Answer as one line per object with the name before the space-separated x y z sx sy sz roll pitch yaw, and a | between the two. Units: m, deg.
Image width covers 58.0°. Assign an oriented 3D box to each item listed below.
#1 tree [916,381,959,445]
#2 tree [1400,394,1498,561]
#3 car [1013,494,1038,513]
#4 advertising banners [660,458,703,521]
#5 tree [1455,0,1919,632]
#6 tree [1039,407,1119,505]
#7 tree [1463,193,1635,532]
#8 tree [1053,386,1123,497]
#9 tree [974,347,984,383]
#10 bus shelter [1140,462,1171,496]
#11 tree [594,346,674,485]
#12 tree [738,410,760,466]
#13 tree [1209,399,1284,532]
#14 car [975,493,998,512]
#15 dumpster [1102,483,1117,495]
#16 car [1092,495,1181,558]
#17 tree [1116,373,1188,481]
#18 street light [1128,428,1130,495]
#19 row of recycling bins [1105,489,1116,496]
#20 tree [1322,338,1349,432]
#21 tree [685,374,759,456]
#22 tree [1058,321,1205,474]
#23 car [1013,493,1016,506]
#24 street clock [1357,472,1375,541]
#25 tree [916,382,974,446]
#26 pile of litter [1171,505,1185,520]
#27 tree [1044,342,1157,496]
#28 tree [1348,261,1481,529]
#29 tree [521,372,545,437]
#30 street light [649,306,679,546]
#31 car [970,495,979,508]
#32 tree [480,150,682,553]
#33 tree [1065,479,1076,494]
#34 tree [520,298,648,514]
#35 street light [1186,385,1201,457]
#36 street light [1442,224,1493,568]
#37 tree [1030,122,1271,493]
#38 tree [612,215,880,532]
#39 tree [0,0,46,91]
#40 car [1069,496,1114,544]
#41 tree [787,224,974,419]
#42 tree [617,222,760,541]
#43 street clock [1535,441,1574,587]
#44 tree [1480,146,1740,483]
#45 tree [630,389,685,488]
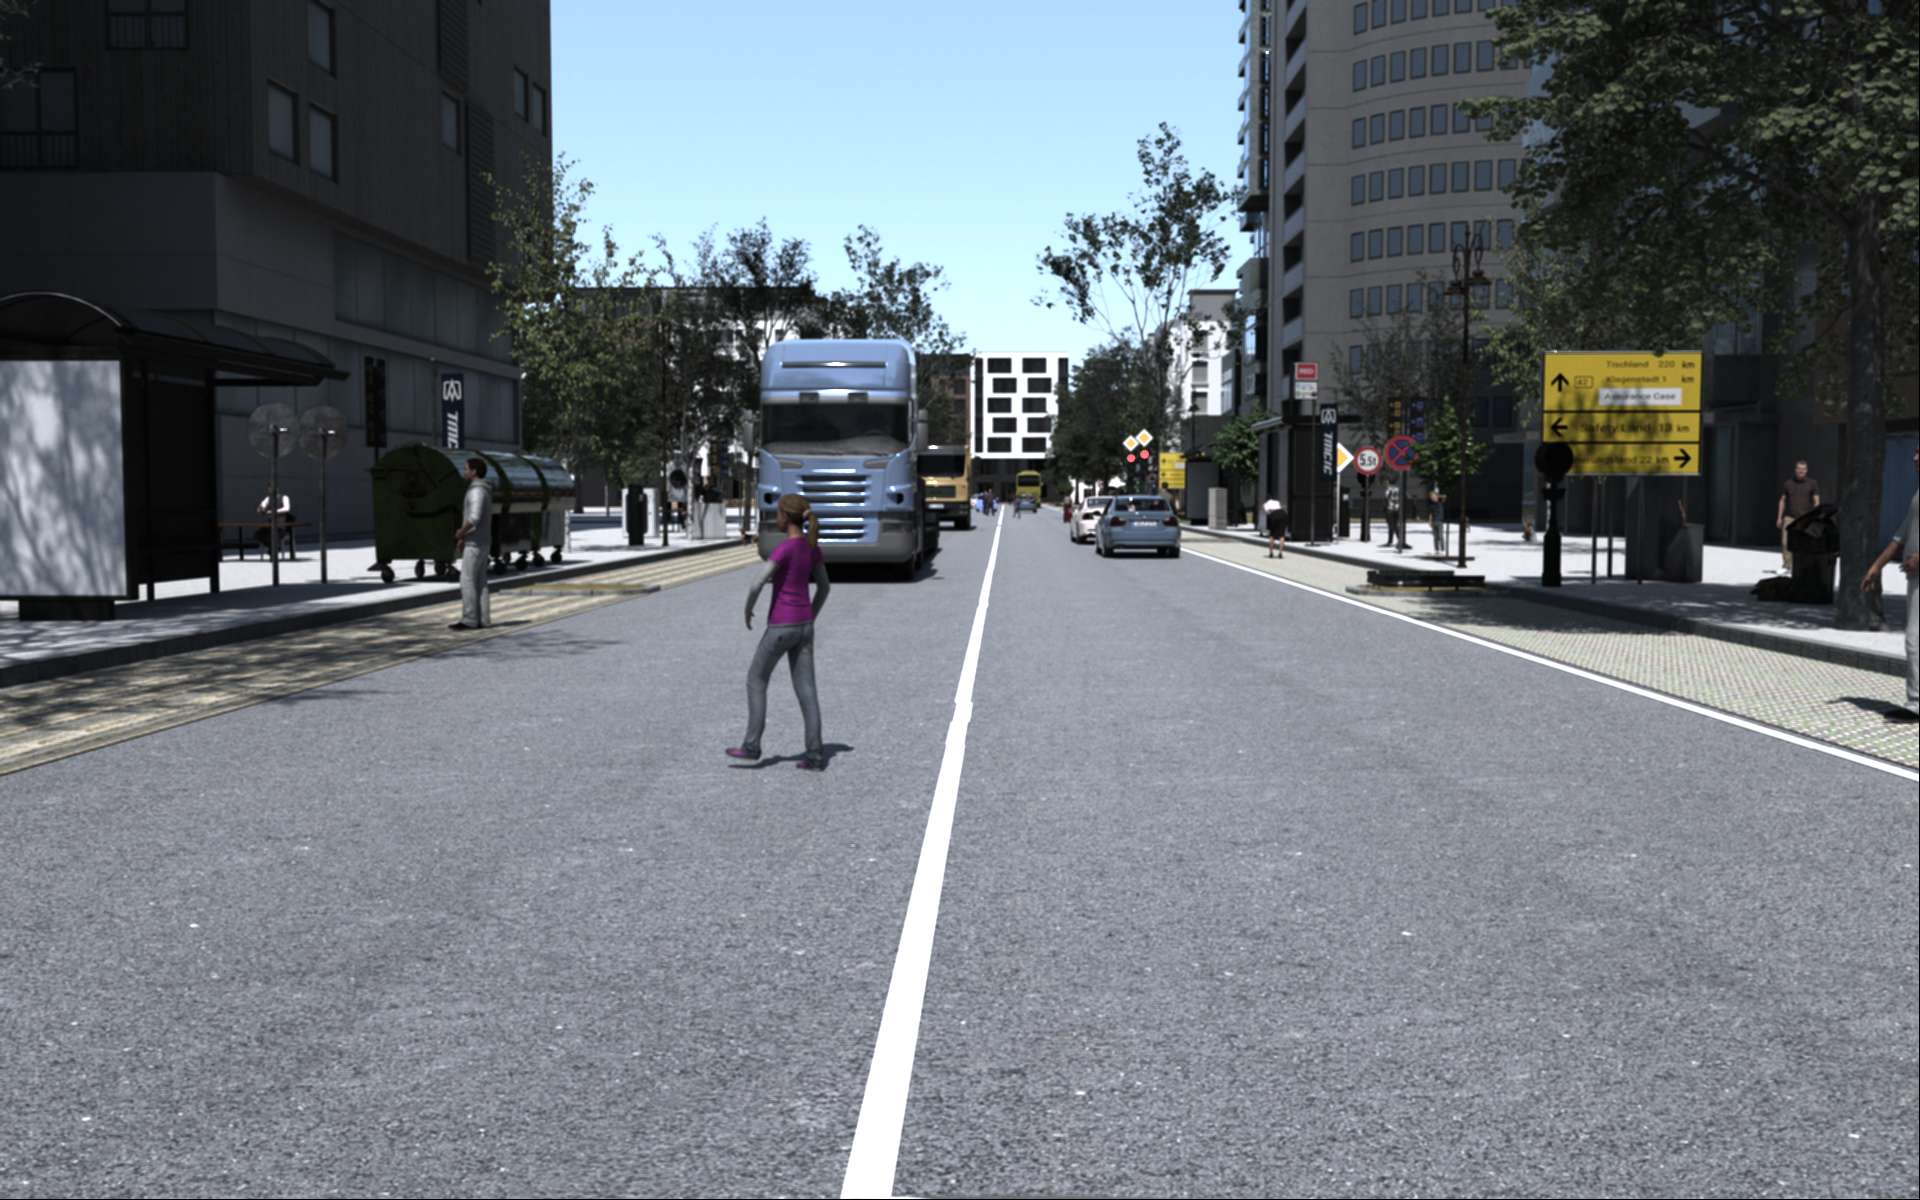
tree | -5.183 -16.154 174.481 12.009 13.543 11.850 0 3 0
tree | 9.378 -2.393 33.724 1.663 3.219 1.824 0 3 0
car | 5.020 -7.413 133.203 2.014 1.417 4.499 0 4 2
advertising banners | -13.367 -5.324 83.230 2.074 3.025 0.090 -1 4 -16
tree | 8.139 -5.970 15.737 7.486 12.596 7.792 0 3 0
tree | 13.636 -17.298 199.830 9.611 12.733 9.660 0 3 0
tree | 14.158 -5.567 41.375 4.737 8.622 4.395 0 3 0
tree | 12.921 -15.326 168.700 7.486 12.596 7.792 0 3 0
tree | -3.760 -18.424 157.128 12.611 20.169 13.585 0 3 0
bus shelter | 12.643 -7.220 111.968 2.014 3.302 5.546 0 4 2
tree | -24.913 -13.115 132.565 7.486 12.596 7.792 0 3 0
tree | -12.590 -9.941 112.895 4.737 8.622 4.395 0 3 0
tree | 10.329 -4.654 59.811 4.285 4.588 4.351 0 3 0
car | 2.172 -8.072 141.575 1.945 1.707 3.694 0 4 0
dumpster | 13.404 -9.214 153.145 1.502 2.255 1.985 0 4 1
car | 4.110 -1.732 40.321 2.014 1.417 4.499 0 4 1
tree | 11.339 -9.354 103.303 4.737 8.622 4.395 0 3 0
street light | 11.014 -8.568 112.876 0.468 5.910 1.993 0 4 2
row of recycling bins | 12.821 -8.175 140.770 1.069 1.692 3.534 -2 4 -24
tree | 15.507 -6.911 63.362 4.360 8.622 3.978 0 3 0
tree | -15.458 -13.271 142.736 9.928 11.665 9.643 0 3 0
tree | 12.090 -13.051 123.757 12.009 13.543 11.850 0 3 0
car | 7.618 -12.523 213.421 2.281 1.827 5.304 0 4 3
street clock | 11.097 -2.617 47.366 0.358 2.002 0.471 -2 4 -31
tree | -3.642 -17.576 194.025 9.857 13.997 8.962 0 3 0
pile of litter | 10.709 -4.368 85.374 1.176 0.858 1.719 3 5 42
tree | 11.961 -14.469 143.230 9.857 13.997 8.962 0 3 0
tree | 14.975 -6.378 54.651 4.360 8.622 3.978 0 3 0
tree | -25.617 -9.091 98.992 4.360 8.622 3.978 0 3 0
street light | -7.275 -4.271 42.613 0.468 5.910 1.993 0 4 2
car | 1.965 -10.090 177.325 2.083 1.381 4.827 0 4 0
tree | -8.424 -5.321 37.363 4.737 8.622 4.395 0 3 0
tree | 13.972 -13.927 222.301 1.663 3.219 1.824 0 3 0
tree | -24.623 -12.501 111.050 9.857 13.997 8.962 0 3 0
street light | 9.877 -6.153 73.389 0.468 5.910 1.993 0 4 2
street light | 8.725 -3.495 29.932 0.468 5.910 1.993 0 4 2
tree | 9.871 -14.390 91.172 12.611 20.169 13.585 0 3 0
tree | -7.234 -7.600 58.680 8.767 10.594 7.601 -1 4 -19
tree | -8.986 -6.080 9.773 12.009 13.543 11.850 0 3 0
car | 4.269 -2.355 50.867 2.083 1.381 4.827 0 4 0
tree | -6.945 -16.438 124.646 12.611 20.169 13.585 0 3 0
tree | -7.450 -5.936 47.422 4.360 8.622 3.978 0 3 0
street clock | 8.206 -1.186 23.969 0.471 2.002 0.358 -1 4 -14
tree | 13.877 -5.222 35.738 4.360 8.622 3.978 0 3 0
tree | -26.320 -13.312 143.414 9.928 11.665 9.643 0 3 0
